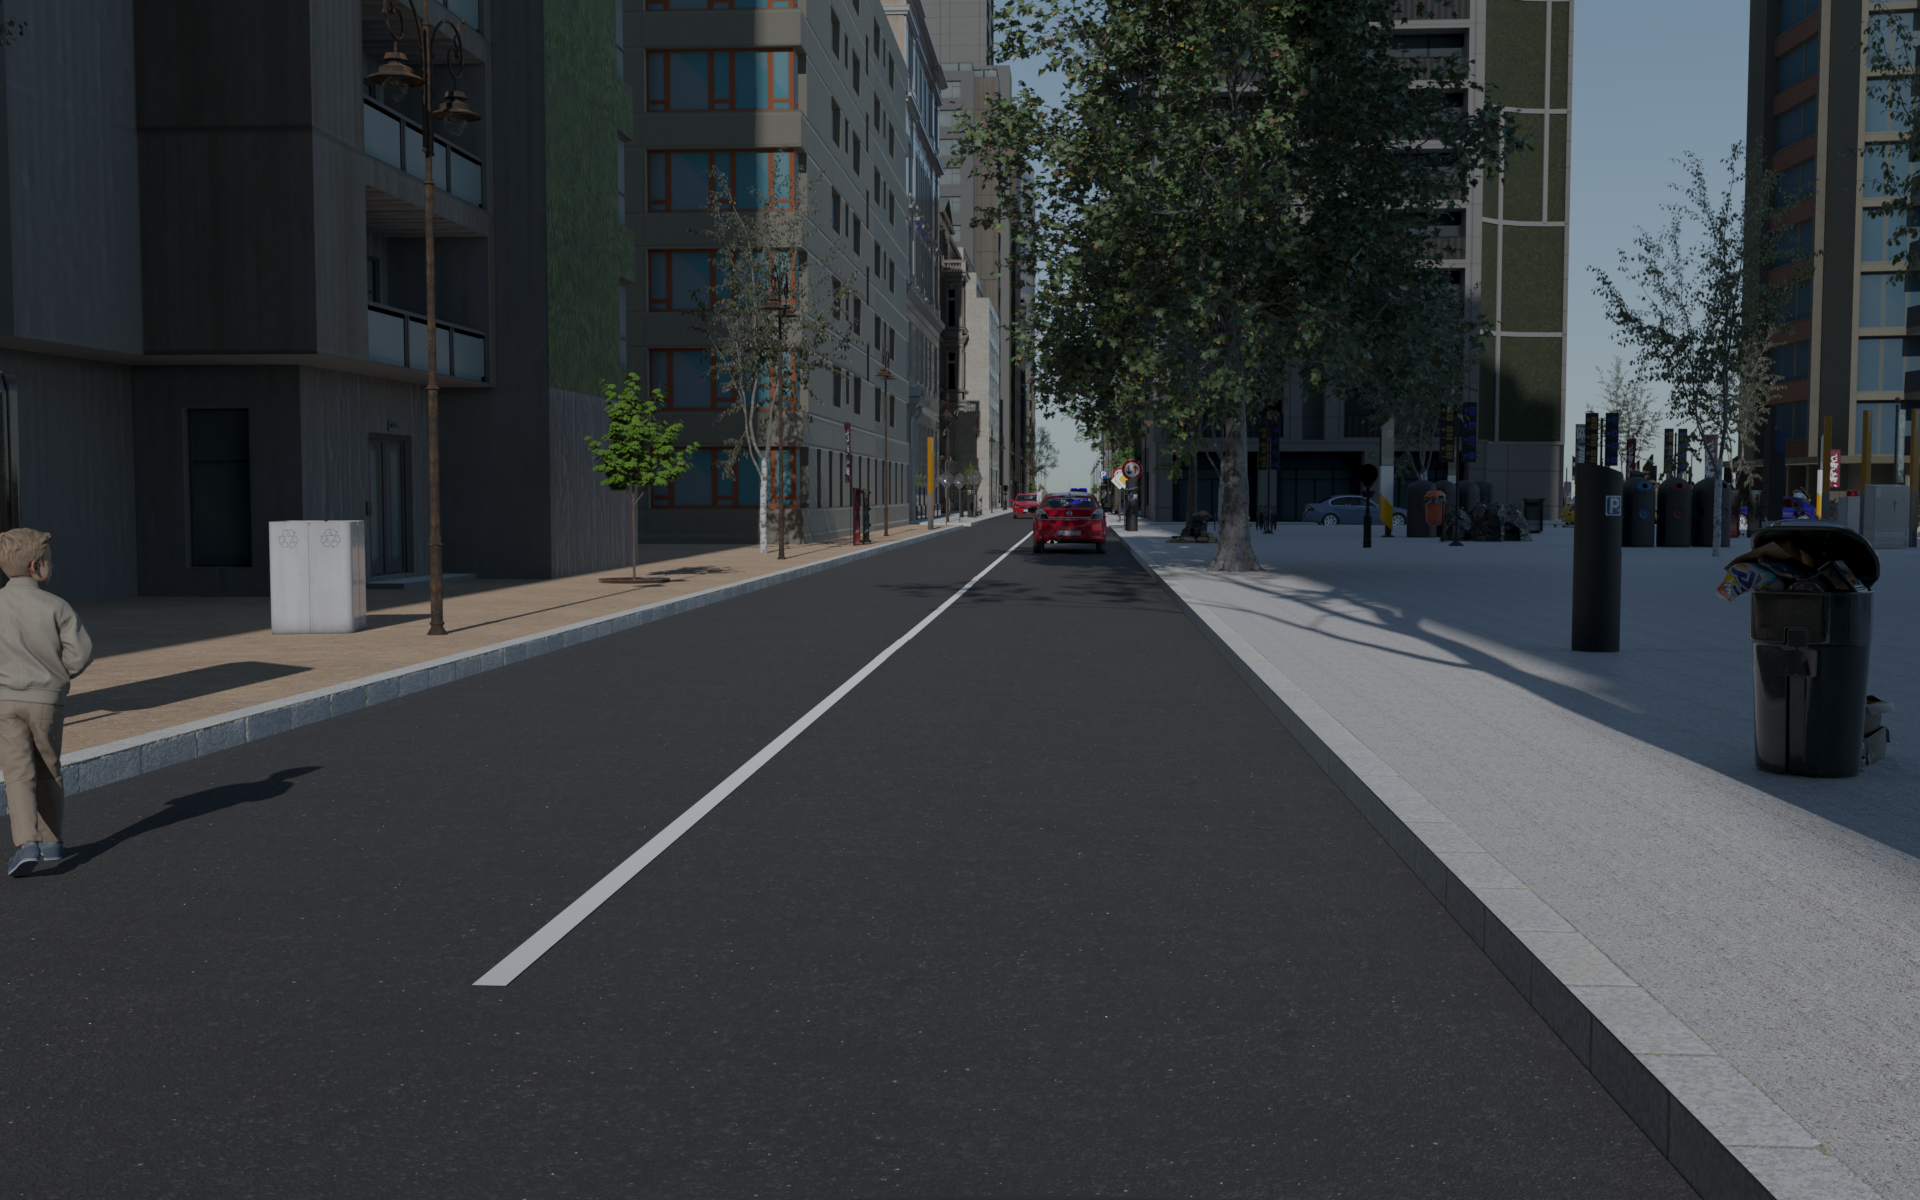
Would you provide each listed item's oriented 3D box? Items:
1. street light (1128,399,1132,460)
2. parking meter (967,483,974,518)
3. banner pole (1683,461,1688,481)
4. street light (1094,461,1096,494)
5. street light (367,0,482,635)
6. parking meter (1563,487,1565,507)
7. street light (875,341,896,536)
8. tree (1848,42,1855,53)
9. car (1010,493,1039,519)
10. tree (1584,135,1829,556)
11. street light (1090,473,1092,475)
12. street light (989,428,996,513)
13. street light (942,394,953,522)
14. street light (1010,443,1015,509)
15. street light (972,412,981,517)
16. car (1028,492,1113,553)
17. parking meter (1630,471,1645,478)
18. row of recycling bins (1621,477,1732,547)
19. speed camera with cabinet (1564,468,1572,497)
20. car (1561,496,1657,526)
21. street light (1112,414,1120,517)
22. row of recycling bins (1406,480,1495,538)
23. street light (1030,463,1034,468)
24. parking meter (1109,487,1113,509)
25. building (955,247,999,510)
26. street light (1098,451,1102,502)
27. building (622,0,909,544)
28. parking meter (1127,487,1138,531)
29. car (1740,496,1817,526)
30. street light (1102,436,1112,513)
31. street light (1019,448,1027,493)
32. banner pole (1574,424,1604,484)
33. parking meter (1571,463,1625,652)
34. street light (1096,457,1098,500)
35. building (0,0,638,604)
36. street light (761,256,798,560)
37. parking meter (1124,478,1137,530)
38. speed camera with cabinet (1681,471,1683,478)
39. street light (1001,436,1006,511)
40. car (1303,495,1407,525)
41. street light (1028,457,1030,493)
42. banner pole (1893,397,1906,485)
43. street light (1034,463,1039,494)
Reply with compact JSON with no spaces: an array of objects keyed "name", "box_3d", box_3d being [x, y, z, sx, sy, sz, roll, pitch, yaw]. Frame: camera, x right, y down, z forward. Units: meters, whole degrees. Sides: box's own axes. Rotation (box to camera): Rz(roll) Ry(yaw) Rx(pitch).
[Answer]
[{"name":"street light","box_3d":[7.748,-6.525,79.479,0.468,5.910,1.993,0,4,4]},{"name":"parking meter","box_3d":[0.577,-5.441,94.674,0.255,1.863,0.399,2,4,25]},{"name":"banner pole","box_3d":[47.898,-7.608,114.403,0.401,3.779,0.863,3,5,41]},{"name":"street light","box_3d":[15.421,-13.423,192.247,0.468,5.910,1.993,0,4,4]},{"name":"street light","box_3d":[-4.767,-2.619,15.615,0.468,5.910,1.993,0,4,4]},{"name":"parking meter","box_3d":[50.444,-8.516,144.946,0.255,1.863,0.399,2,4,29]},{"name":"street light","box_3d":[-2.249,-4.880,52.568,0.468,5.910,1.993,0,4,4]},{"name":"tree","box_3d":[11.828,-4.171,18.559,4.360,8.622,3.978,0,3,0]},{"name":"car","box_3d":[4.008,-5.672,101.785,2.155,1.783,4.494,0,4,2]},{"name":"tree","box_3d":[15.417,-5.213,35.600,4.360,8.622,3.978,0,3,0]},{"name":"street light","box_3d":[18.591,-16.292,239.157,0.468,5.910,1.993,0,4,4]},{"name":"street light","box_3d":[2.141,-8.763,116.067,0.468,5.910,1.993,0,4,4]},{"name":"street light","box_3d":[-0.548,-6.497,79.019,0.468,5.910,1.993,0,4,4]},{"name":"street light","box_3d":[4.729,-11.169,155.394,0.468,5.910,1.993,0,4,4]},{"name":"street light","box_3d":[0.928,-7.641,97.726,0.468,5.910,1.993,0,4,4]},{"name":"car","box_3d":[2.753,-2.099,43.353,2.155,1.783,4.494,0,4,4]},{"name":"parking meter","box_3d":[16.781,-2.278,42.962,0.255,1.863,0.399,0,4,0]},{"name":"row of recycling bins","box_3d":[16.850,-2.132,41.979,3.534,1.692,1.069,0,4,-3]},{"name":"speed camera with cabinet","box_3d":[45.317,-8.191,128.259,0.660,3.252,2.038,0,4,1]},{"name":"car","box_3d":[27.039,-3.766,71.800,3.980,1.641,2.015,0,4,4]},{"name":"street light","box_3d":[8.982,-7.638,97.669,0.468,5.910,1.993,0,4,4]},{"name":"row of recycling bins","box_3d":[14.801,-2.743,51.969,3.534,1.692,1.069,-2,4,-35]},{"name":"street light","box_3d":[8.497,-14.576,211.099,0.468,5.910,1.993,0,4,4]},{"name":"parking meter","box_3d":[12.523,-8.479,144.345,0.399,1.863,0.255,1,4,12]},{"name":"building","box_3d":[-2.349,-17.623,142.888,10.420,20.320,16.860,0,4,4]},{"name":"street light","box_3d":[12.866,-11.148,155.065,0.468,5.910,1.993,0,4,4]},{"name":"building","box_3d":[-17.464,-13.037,58.194,28.899,21.520,27.650,0,4,4]},{"name":"parking meter","box_3d":[5.937,-3.129,59.574,0.372,1.533,0.369,0,3,0]},{"name":"car","box_3d":[33.314,-3.629,71.907,3.894,1.354,1.945,0,4,5]},{"name":"street light","box_3d":[11.529,-9.901,134.663,0.468,5.910,1.993,0,4,4]},{"name":"street light","box_3d":[6.162,-12.295,173.804,0.468,5.910,1.993,0,4,4]},{"name":"banner pole","box_3d":[19.668,-3.939,54.414,0.863,3.779,0.401,-1,4,-11]},{"name":"parking meter","box_3d":[5.212,-0.352,14.160,0.372,1.533,0.369,0,3,0]},{"name":"street light","box_3d":[14.163,-12.274,173.474,0.468,5.910,1.993,0,4,4]},{"name":"building","box_3d":[-13.266,-20.796,23.613,14.154,41.232,14.086,0,4,4]},{"name":"street light","box_3d":[-3.502,-3.732,33.804,0.468,5.910,1.993,0,4,4]},{"name":"parking meter","box_3d":[6.031,-3.391,61.154,0.399,1.863,0.255,-2,4,-24]},{"name":"speed camera with cabinet","box_3d":[49.898,-7.673,119.787,0.660,3.252,2.038,3,4,38]},{"name":"street light","box_3d":[3.347,-9.876,134.259,0.468,5.910,1.993,0,4,4]},{"name":"car","box_3d":[16.629,-3.694,72.391,4.499,1.417,2.014,0,4,3]},{"name":"street light","box_3d":[7.250,-13.408,192.005,0.468,5.910,1.993,0,4,4]},{"name":"banner pole","box_3d":[24.329,-3.357,44.899,0.863,3.779,0.401,-3,5,-44]},{"name":"street light","box_3d":[9.816,-15.688,229.283,0.468,5.910,1.993,0,4,4]}]
